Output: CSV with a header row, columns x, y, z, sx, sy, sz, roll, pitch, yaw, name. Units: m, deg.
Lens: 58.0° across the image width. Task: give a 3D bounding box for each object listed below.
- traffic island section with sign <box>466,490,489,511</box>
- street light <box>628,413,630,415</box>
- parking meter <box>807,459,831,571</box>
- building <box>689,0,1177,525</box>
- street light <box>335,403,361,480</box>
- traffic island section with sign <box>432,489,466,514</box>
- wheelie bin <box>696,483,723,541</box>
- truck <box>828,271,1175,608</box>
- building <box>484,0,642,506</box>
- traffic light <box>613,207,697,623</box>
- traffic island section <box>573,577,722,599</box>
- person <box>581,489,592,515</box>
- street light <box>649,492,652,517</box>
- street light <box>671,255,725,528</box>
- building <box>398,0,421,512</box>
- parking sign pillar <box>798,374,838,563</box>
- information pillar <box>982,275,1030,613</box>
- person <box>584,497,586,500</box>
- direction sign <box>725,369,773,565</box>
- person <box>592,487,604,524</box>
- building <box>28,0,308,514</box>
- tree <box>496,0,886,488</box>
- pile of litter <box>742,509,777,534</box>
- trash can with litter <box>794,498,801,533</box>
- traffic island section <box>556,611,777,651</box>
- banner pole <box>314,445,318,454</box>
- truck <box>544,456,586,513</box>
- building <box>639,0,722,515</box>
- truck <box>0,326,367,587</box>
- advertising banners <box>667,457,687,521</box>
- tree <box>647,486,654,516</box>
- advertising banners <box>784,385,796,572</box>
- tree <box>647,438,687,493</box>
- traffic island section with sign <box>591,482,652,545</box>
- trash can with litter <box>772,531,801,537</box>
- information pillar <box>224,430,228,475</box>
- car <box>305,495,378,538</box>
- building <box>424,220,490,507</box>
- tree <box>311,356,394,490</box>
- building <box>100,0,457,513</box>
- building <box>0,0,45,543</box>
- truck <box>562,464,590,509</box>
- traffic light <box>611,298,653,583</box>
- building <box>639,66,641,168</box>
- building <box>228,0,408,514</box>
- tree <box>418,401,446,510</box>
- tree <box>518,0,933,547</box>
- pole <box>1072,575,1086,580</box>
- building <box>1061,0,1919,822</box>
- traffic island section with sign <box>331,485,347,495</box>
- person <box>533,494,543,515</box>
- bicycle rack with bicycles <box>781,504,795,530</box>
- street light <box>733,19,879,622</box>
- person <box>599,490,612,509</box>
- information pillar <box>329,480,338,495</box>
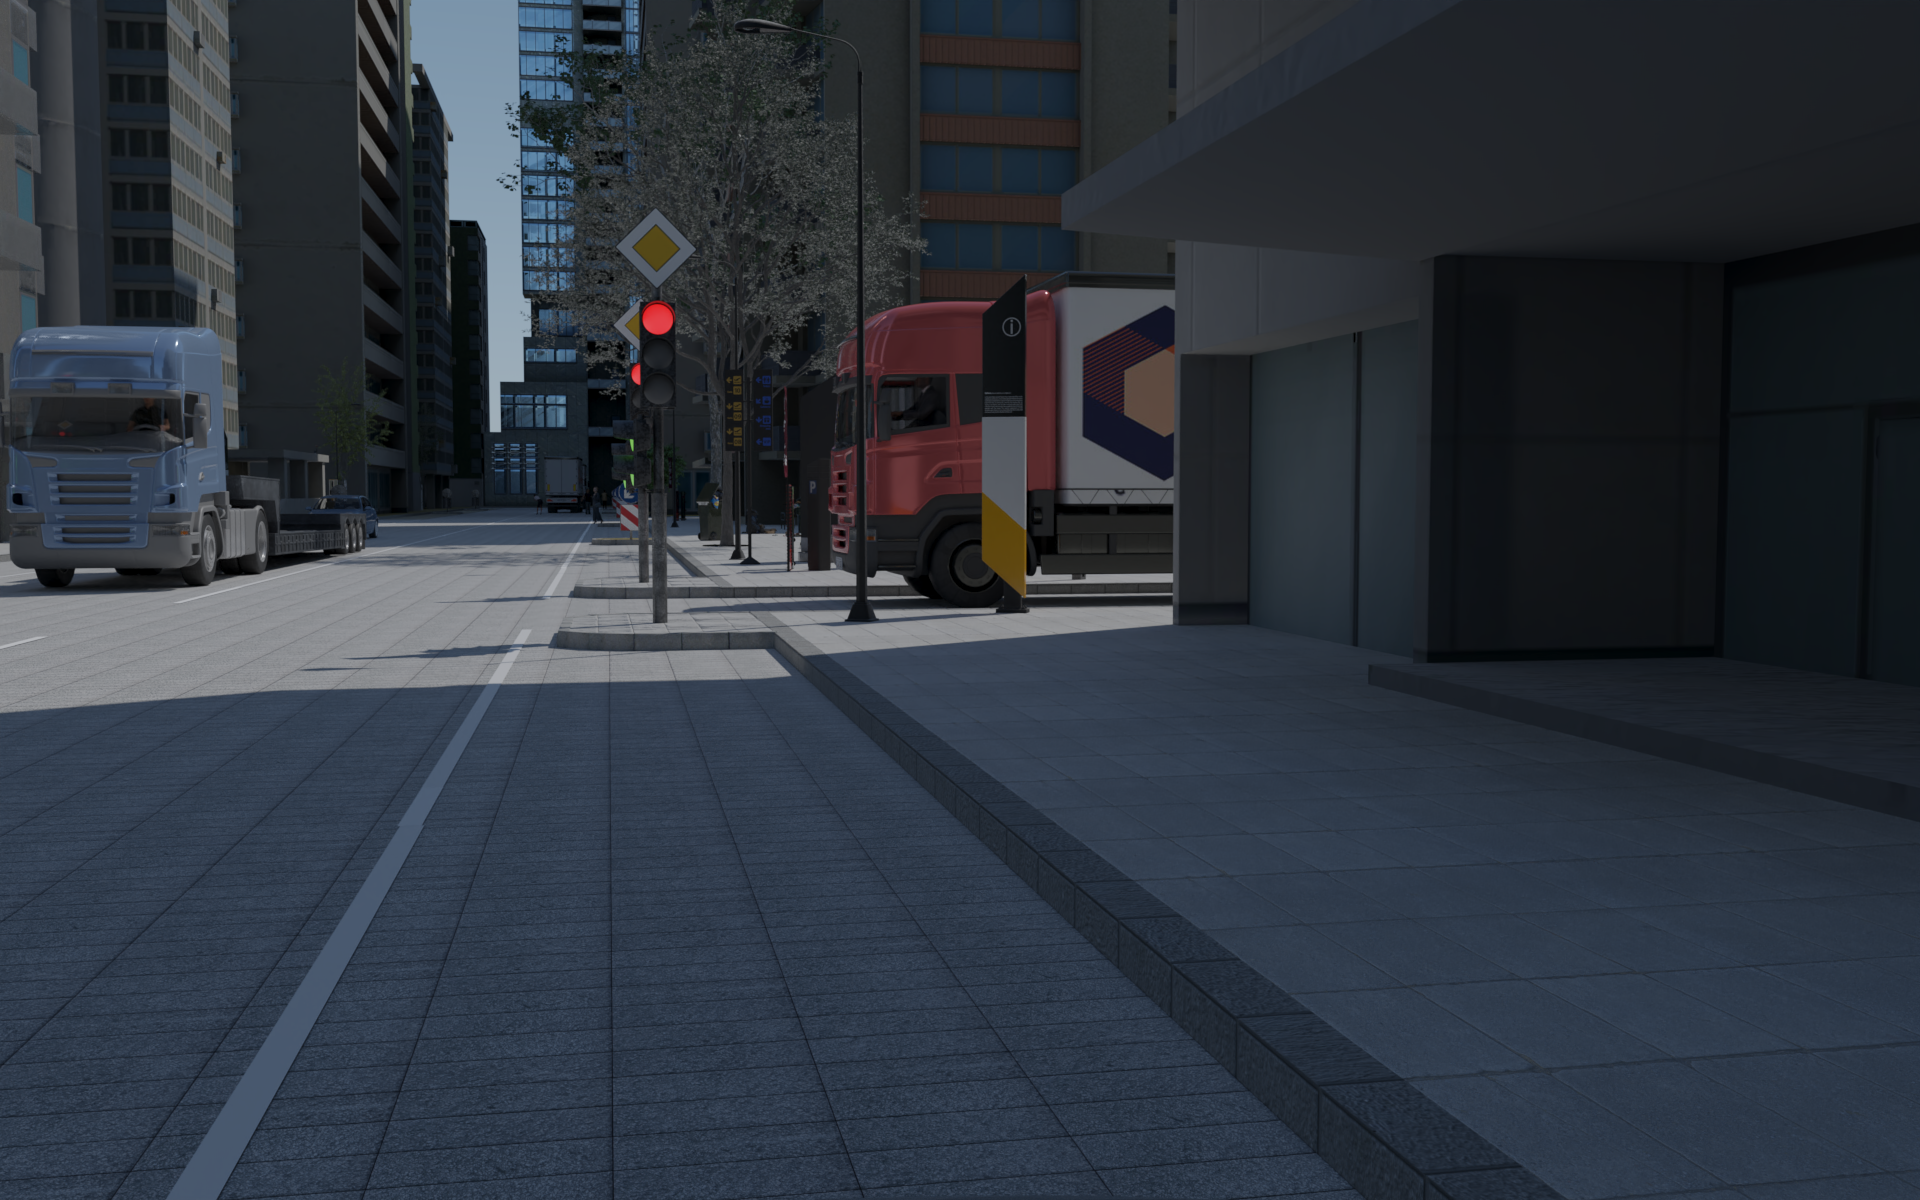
x,y,z,sx,sy,sz,roll,pitch,yaw,name
-41.792,-8.622,149.595,1.989,1.847,2.006,-1,4,-11,traffic island section with sign
-18.198,-7.728,98.890,1.470,5.913,1.316,-1,4,-11,street light
-2.365,-1.425,29.013,0.255,1.863,0.399,-3,4,-38,parking meter
-1.138,-26.054,80.606,22.147,44.769,28.867,-1,4,-11,building
-31.339,-7.104,88.696,1.470,5.913,1.316,-1,4,-11,street light
-36.435,-7.006,123.175,1.989,1.847,2.006,-1,4,-11,traffic island section with sign
-6.838,-2.439,47.779,0.693,1.594,0.980,-3,5,-42,wheelie bin
3.266,-2.112,23.443,11.283,4.237,2.839,-1,4,-13,truck
-36.208,-53.701,190.679,31.000,86.520,22.319,-1,4,-11,building
-3.006,-1.726,17.140,0.839,4.253,0.868,-1,4,-11,traffic light
-4.554,-0.172,25.088,2.009,0.180,2.903,-1,4,-11,traffic island section
-26.088,-6.913,121.543,0.705,1.822,1.348,3,4,37,person
-11.489,-5.732,66.266,1.470,5.913,1.316,-1,4,-11,street light
-4.876,-3.736,33.623,1.470,5.913,1.316,-1,4,-11,street light
-46.624,-26.856,122.697,14.154,41.232,14.086,-1,4,-11,building
-2.373,-2.721,32.956,1.447,3.967,1.447,0,4,0,parking sign pillar
0.491,-1.669,18.648,0.504,3.616,0.183,1,4,13,information pillar
-33.212,-8.910,154.180,0.705,1.824,1.348,-2,4,-29,person
-3.838,-2.418,31.538,0.876,3.537,0.379,0,4,6,direction sign
-17.537,-4.568,83.613,0.576,1.772,0.534,2,4,35,person
-42.985,-23.004,67.993,32.217,40.220,23.993,-1,4,-11,building
-8.931,-12.327,57.434,12.611,20.169,13.585,0,3,0,tree
-6.528,-2.589,56.291,1.176,0.858,1.719,0,4,-3,pile of litter
-5.015,-2.778,56.805,0.624,1.170,1.055,2,4,23,trash can with litter
-2.965,0.307,17.262,2.009,0.180,2.903,-1,4,-11,traffic island section
-32.629,-5.981,87.814,0.401,3.779,0.863,-1,4,-8,banner pole
-30.621,-8.899,134.407,2.839,4.237,11.283,-1,4,-10,truck
-10.472,-30.145,116.568,21.300,48.544,21.600,-1,4,-11,building
-14.213,-2.684,33.637,2.967,4.110,18.799,-1,4,-11,truck
-13.545,-5.298,82.808,0.090,3.025,2.074,1,4,15,advertising banners
-18.182,-6.552,101.730,1.663,3.219,1.824,0,3,0,tree
-2.848,-1.997,28.837,0.090,3.025,2.074,0,4,-2,advertising banners
-16.759,-6.865,95.954,4.285,4.588,4.351,0,3,0,tree
-9.496,-2.492,49.374,1.989,1.847,2.006,-1,4,-11,traffic island section with sign
-4.735,-2.535,52.510,2.233,1.210,1.678,3,5,41,trash can with litter
-25.370,-4.185,59.782,0.183,3.616,0.504,0,4,-6,information pillar
-19.642,-2.631,55.025,2.014,1.417,4.499,-1,4,-10,car
-57.346,-25.166,183.158,14.107,30.474,14.160,-1,4,-11,building
-33.094,-8.761,93.600,4.737,8.622,4.395,0,3,0,tree
-57.452,-28.181,152.633,23.993,40.220,32.217,-1,4,-11,building
-33.131,-25.335,33.844,23.786,49.044,30.456,-1,4,-11,building
-36.727,-10.731,164.360,2.839,4.237,11.283,-1,4,-11,truck
-4.595,-2.205,24.966,0.839,4.253,0.868,-1,4,-11,traffic light
-15.343,-36.628,140.868,21.231,58.520,28.212,-1,4,-11,building
-45.882,-29.374,103.969,21.300,48.544,21.600,-1,4,-11,building
-42.524,-11.347,135.888,4.360,8.622,3.978,0,3,0,tree
-5.604,-8.056,42.091,12.009,13.543,11.850,0,3,0,tree
1.786,-1.961,25.907,0.158,3.312,0.155,0,3,0,pole
15.379,-25.470,5.666,28.713,52.752,27.495,-1,4,-11,building
-26.354,-3.969,73.521,1.989,1.847,2.006,-1,4,-11,traffic island section with sign
-29.422,-6.665,120.661,0.799,1.438,0.628,0,4,3,person
-5.475,-3.061,63.434,2.852,0.926,2.925,-1,4,-8,bicycle rack with bicycles
-1.524,-2.733,17.226,1.470,5.913,1.316,-1,4,-11,street light
-31.996,-9.018,156.041,1.348,1.812,0.705,1,4,12,person
-31.639,-5.077,87.502,0.304,2.012,0.304,1,4,22,information pillar
